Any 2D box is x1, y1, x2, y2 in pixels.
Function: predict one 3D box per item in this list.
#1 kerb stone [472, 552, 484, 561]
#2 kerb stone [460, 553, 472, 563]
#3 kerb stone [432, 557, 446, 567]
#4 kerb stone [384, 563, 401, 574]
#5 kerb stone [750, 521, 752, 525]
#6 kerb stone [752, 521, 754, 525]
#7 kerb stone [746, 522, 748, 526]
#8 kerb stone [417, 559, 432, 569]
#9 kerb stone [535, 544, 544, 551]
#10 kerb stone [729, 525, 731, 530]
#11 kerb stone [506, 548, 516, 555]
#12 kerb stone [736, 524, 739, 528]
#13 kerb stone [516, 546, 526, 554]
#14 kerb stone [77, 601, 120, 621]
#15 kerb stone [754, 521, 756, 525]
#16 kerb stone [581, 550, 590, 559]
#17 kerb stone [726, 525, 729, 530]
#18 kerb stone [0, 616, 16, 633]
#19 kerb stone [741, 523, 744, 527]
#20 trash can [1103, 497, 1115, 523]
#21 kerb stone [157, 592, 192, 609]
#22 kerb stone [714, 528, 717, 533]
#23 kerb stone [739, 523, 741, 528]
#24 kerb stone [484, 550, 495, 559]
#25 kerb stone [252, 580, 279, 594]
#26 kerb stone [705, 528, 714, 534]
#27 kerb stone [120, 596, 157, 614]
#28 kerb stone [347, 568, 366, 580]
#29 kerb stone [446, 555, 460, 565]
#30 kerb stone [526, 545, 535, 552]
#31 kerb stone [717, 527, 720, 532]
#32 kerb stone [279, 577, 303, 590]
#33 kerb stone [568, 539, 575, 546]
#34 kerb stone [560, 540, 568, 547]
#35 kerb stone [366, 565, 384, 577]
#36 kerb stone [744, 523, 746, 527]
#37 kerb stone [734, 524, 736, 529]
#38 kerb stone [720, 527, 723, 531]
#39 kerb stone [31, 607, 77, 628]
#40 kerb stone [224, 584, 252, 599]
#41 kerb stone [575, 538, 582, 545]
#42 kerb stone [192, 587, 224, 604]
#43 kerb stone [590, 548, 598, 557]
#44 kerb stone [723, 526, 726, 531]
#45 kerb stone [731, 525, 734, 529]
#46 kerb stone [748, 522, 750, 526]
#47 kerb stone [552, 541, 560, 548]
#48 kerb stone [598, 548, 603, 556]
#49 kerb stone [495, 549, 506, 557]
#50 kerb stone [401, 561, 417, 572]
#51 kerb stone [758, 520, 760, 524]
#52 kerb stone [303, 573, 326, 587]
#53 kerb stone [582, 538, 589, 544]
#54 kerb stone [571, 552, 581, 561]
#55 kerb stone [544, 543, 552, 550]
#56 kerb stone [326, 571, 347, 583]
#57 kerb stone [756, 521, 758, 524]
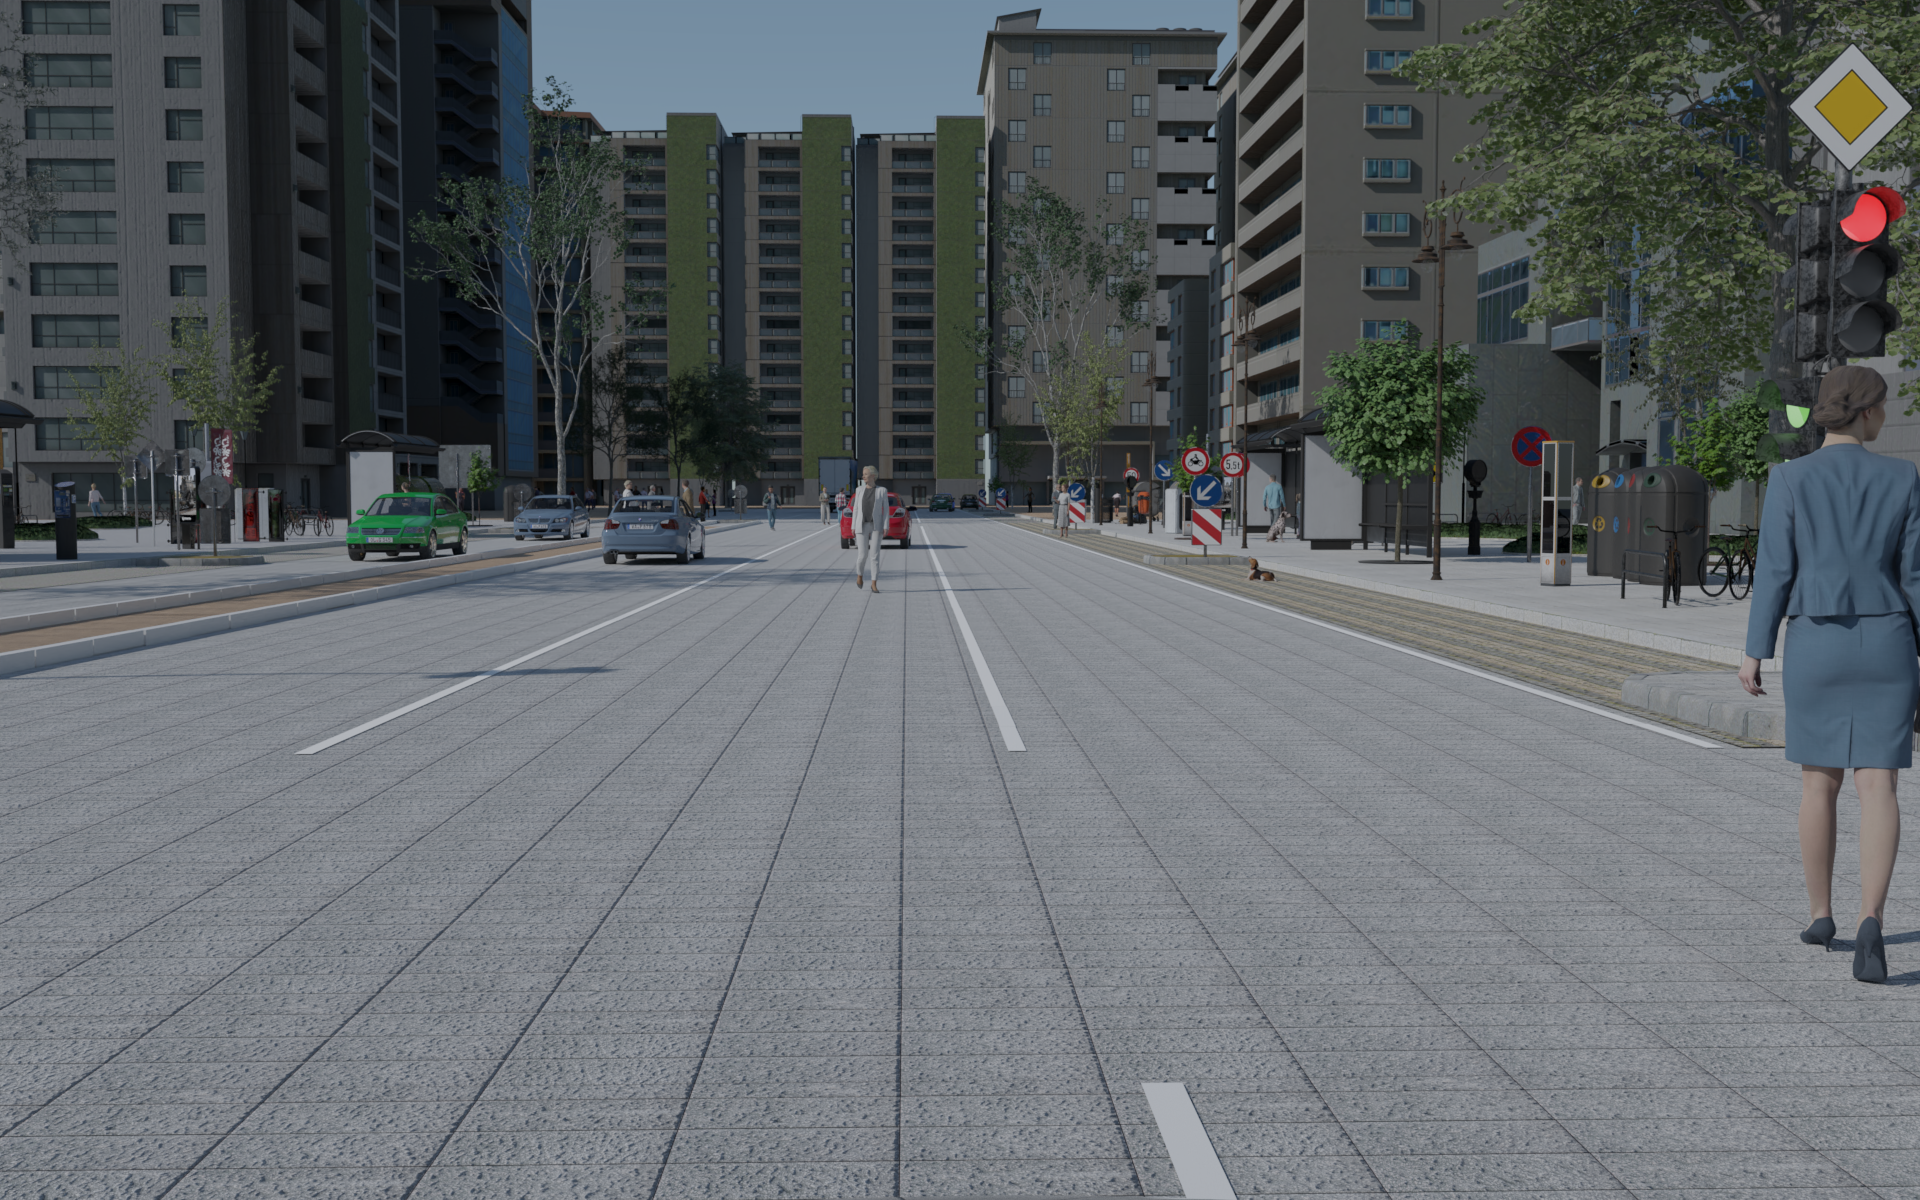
[{"bbox_3d":[-10.484,-0.922,37.275,0.120,0.150,1.000,0,4,-2],"label":"kerb stone"},{"bbox_3d":[-10.450,-0.859,36.249,0.120,0.150,1.000,0,4,-2],"label":"kerb stone"},{"bbox_3d":[-10.386,-0.734,34.200,0.120,0.150,1.000,0,4,-2],"label":"kerb stone"},{"bbox_3d":[-10.294,-0.546,31.130,0.120,0.150,1.000,0,4,-2],"label":"kerb stone"},{"bbox_3d":[-9.622,-3.436,78.366,0.120,0.150,1.000,0,4,-2],"label":"kerb stone"},{"bbox_3d":[-9.659,-3.498,79.392,0.120,0.150,1.000,0,4,-2],"label":"kerb stone"},{"bbox_3d":[-9.562,-3.310,76.319,0.120,0.150,1.000,0,4,-2],"label":"kerb stone"},{"bbox_3d":[-10.365,-0.672,33.178,0.120,0.150,1.000,0,4,-2],"label":"kerb stone"},{"bbox_3d":[-10.674,-1.299,43.431,0.120,0.150,1.000,0,4,-2],"label":"kerb stone"},{"bbox_3d":[-9.343,-2.872,69.151,0.120,0.150,1.000,0,4,-2],"label":"kerb stone"},{"bbox_3d":[-10.580,-1.111,40.357,0.120,0.150,1.000,0,4,-2],"label":"kerb stone"},{"bbox_3d":[-9.436,-3.057,72.221,0.120,0.150,1.000,0,4,-2],"label":"kerb stone"},{"bbox_3d":[-10.610,-1.171,41.380,0.120,0.150,1.000,0,4,-2],"label":"kerb stone"},{"bbox_3d":[-9.963,0.142,19.871,0.120,0.150,1.000,0,4,-2],"label":"kerb stone"},{"bbox_3d":[-9.681,-3.559,80.422,0.120,0.150,1.000,0,4,-2],"label":"kerb stone"},{"bbox_3d":[-8.410,-0.986,38.355,0.120,0.150,1.000,0,4,-2],"label":"kerb stone"},{"bbox_3d":[-9.313,-2.806,68.126,0.120,0.150,1.000,0,4,-2],"label":"kerb stone"},{"bbox_3d":[-9.894,0.268,17.812,0.120,0.150,1.000,0,4,-2],"label":"kerb stone"},{"bbox_3d":[-9.497,-3.185,74.276,0.120,0.150,1.000,0,4,-2],"label":"kerb stone"},{"bbox_3d":[6.540,-4.019,77.371,0.748,1.137,0.748,0,3,0],"label":"trash can"},{"bbox_3d":[-10.027,0.017,21.917,0.120,0.150,1.000,0,4,-2],"label":"kerb stone"},{"bbox_3d":[-9.192,-2.558,64.011,0.120,0.150,1.000,0,4,-2],"label":"kerb stone"},{"bbox_3d":[-9.465,-3.122,73.245,0.120,0.150,1.000,0,4,-2],"label":"kerb stone"},{"bbox_3d":[-10.512,-0.986,38.310,0.120,0.150,1.000,0,4,-2],"label":"kerb stone"},{"bbox_3d":[-10.103,-0.167,24.995,0.120,0.150,1.000,0,4,-2],"label":"kerb stone"},{"bbox_3d":[-9.152,-2.494,62.979,0.120,0.150,1.000,0,4,-2],"label":"kerb stone"},{"bbox_3d":[-9.992,0.080,20.893,0.120,0.150,1.000,0,4,-2],"label":"kerb stone"},{"bbox_3d":[-10.229,-0.418,29.087,0.120,0.150,1.000,0,4,-2],"label":"kerb stone"},{"bbox_3d":[-10.419,-0.793,35.222,0.120,0.150,1.000,0,4,-2],"label":"kerb stone"},{"bbox_3d":[-10.642,-1.236,42.410,0.120,0.150,1.000,0,4,-2],"label":"kerb stone"},{"bbox_3d":[-9.224,-2.621,65.042,0.120,0.150,1.000,0,4,-2],"label":"kerb stone"},{"bbox_3d":[-10.145,-0.234,26.017,0.120,0.150,1.000,0,4,-2],"label":"kerb stone"},{"bbox_3d":[-10.796,-1.548,47.543,0.120,0.150,1.000,0,4,-2],"label":"kerb stone"},{"bbox_3d":[-10.764,-1.487,46.513,0.120,0.150,1.000,0,4,-2],"label":"kerb stone"},{"bbox_3d":[-10.270,-0.484,30.108,0.120,0.150,1.000,0,4,-2],"label":"kerb stone"},{"bbox_3d":[-9.528,-3.248,75.297,0.120,0.150,1.000,0,4,-2],"label":"kerb stone"},{"bbox_3d":[-9.409,-2.997,71.195,0.120,0.150,1.000,0,4,-2],"label":"kerb stone"},{"bbox_3d":[-9.252,-2.683,66.064,0.120,0.150,1.000,0,4,-2],"label":"kerb stone"},{"bbox_3d":[-9.930,0.205,18.838,0.120,0.150,1.000,0,4,-2],"label":"kerb stone"},{"bbox_3d":[-10.082,-0.108,23.966,0.120,0.150,1.000,0,4,-2],"label":"kerb stone"},{"bbox_3d":[-10.820,-1.613,48.566,0.120,0.150,1.000,0,4,-2],"label":"kerb stone"},{"bbox_3d":[-10.050,-0.046,22.945,0.120,0.150,1.000,0,4,-2],"label":"kerb stone"},{"bbox_3d":[-8.436,-1.051,39.377,0.120,0.150,1.000,0,4,-2],"label":"kerb stone"},{"bbox_3d":[-9.282,-2.746,67.090,0.120,0.150,1.000,0,4,-2],"label":"kerb stone"},{"bbox_3d":[-9.374,-2.934,70.173,0.120,0.150,1.000,0,4,-2],"label":"kerb stone"},{"bbox_3d":[-9.588,-3.364,77.345,0.120,0.150,1.000,0,4,-2],"label":"kerb stone"},{"bbox_3d":[-10.723,-1.425,45.487,0.120,0.150,1.000,0,4,-2],"label":"kerb stone"},{"bbox_3d":[-8.472,-1.113,40.399,0.120,0.150,1.000,0,4,-2],"label":"kerb stone"},{"bbox_3d":[-10.547,-1.048,39.332,0.120,0.150,1.000,0,4,-2],"label":"kerb stone"},{"bbox_3d":[-10.331,-0.609,32.156,0.120,0.150,1.000,0,4,-2],"label":"kerb stone"},{"bbox_3d":[-9.748,-3.686,82.465,0.120,0.150,1.000,0,4,-2],"label":"kerb stone"},{"bbox_3d":[-10.174,-0.296,27.043,0.120,0.150,1.000,0,4,-2],"label":"kerb stone"},{"bbox_3d":[-10.862,-1.675,49.588,0.120,0.150,1.000,0,4,-2],"label":"kerb stone"},{"bbox_3d":[-8.380,-0.921,37.328,0.120,0.150,1.000,0,4,-2],"label":"kerb stone"},{"bbox_3d":[-10.693,-1.358,44.456,0.120,0.150,1.000,0,4,-2],"label":"kerb stone"},{"bbox_3d":[-10.198,-0.359,28.065,0.120,0.150,1.000,0,4,-2],"label":"kerb stone"},{"bbox_3d":[-9.711,-3.624,81.443,0.120,0.150,1.000,0,4,-2],"label":"kerb stone"}]
